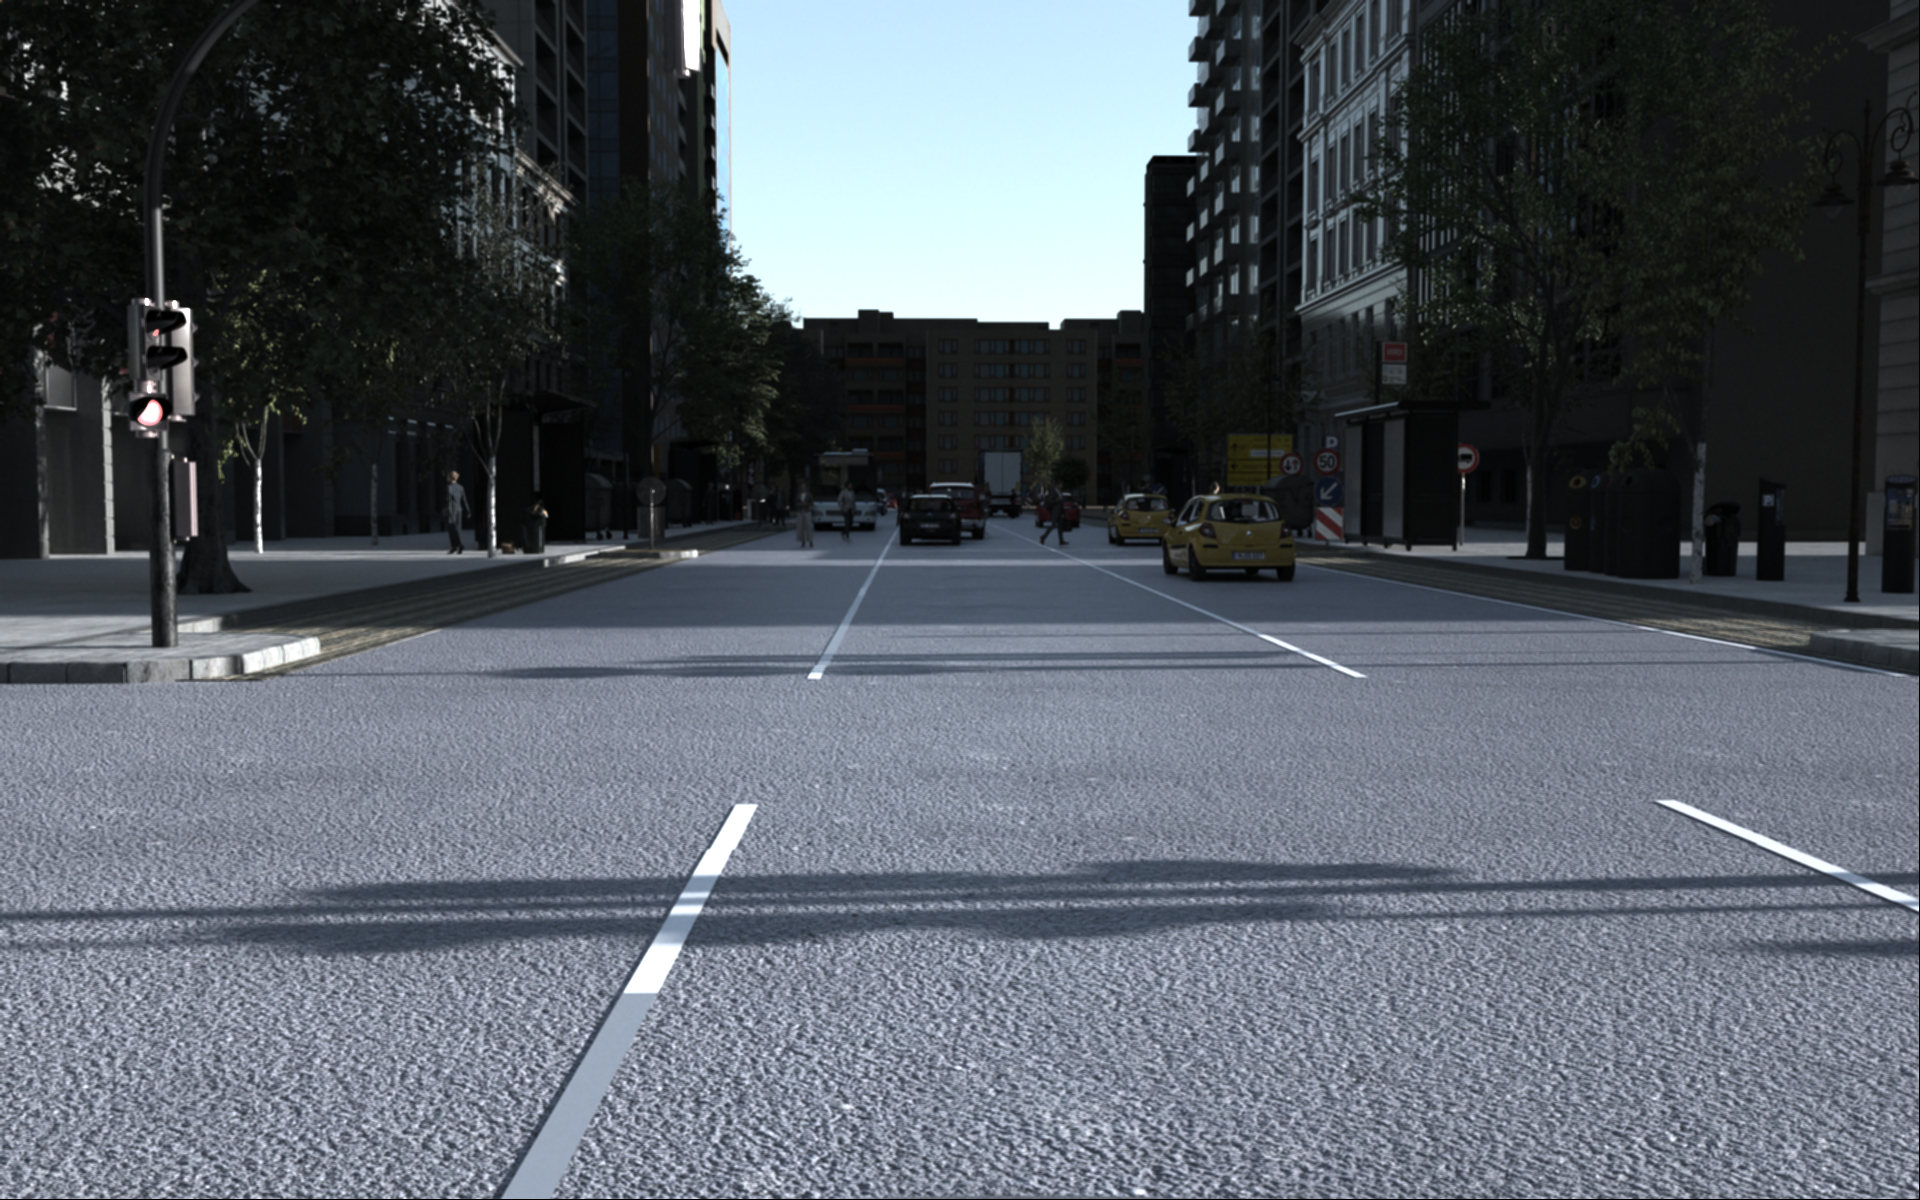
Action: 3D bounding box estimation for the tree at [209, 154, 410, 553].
[{"bbox_3d":[-15.331,-5.350,37.835,4.737,8.622,4.395,0,3,0],"label":"tree"}]

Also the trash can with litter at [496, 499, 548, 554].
[{"bbox_3d":[-9.378,-1.571,37.068,1.055,1.170,0.624,-1,4,-18],"label":"trash can with litter"}]

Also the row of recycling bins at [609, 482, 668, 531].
[{"bbox_3d":[-11.485,-3.369,62.188,1.069,1.692,3.534,1,4,18],"label":"row of recycling bins"}]

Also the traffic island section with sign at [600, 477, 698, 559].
[{"bbox_3d":[-6.990,-1.866,39.144,1.989,1.847,2.006,0,4,-1],"label":"traffic island section with sign"}]

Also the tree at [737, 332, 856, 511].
[{"bbox_3d":[-12.582,-13.724,131.049,9.857,13.997,8.962,0,3,0],"label":"tree"}]

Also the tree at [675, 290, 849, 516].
[{"bbox_3d":[-11.472,-11.773,102.854,12.009,13.543,11.850,0,3,0],"label":"tree"}]

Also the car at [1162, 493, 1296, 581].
[{"bbox_3d":[4.574,-1.203,29.891,2.015,1.641,3.980,0,4,-3],"label":"car"}]

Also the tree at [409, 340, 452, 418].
[{"bbox_3d":[-14.678,-5.684,43.303,4.737,8.622,4.395,0,3,0],"label":"tree"}]

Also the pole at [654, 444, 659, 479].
[{"bbox_3d":[-12.372,-4.703,70.730,0.158,3.312,0.155,0,3,0],"label":"pole"}]

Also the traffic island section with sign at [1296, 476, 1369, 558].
[{"bbox_3d":[8.140,-1.894,39.603,1.989,1.847,2.006,0,4,-1],"label":"traffic island section with sign"}]

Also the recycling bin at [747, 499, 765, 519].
[{"bbox_3d":[-10.419,-4.639,88.406,0.722,1.027,0.722,1,4,15],"label":"recycling bin"}]

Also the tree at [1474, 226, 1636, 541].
[{"bbox_3d":[15.680,-5.910,46.987,4.360,8.622,3.978,0,3,0],"label":"tree"}]

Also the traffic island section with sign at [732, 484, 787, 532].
[{"bbox_3d":[-7.654,-3.535,66.432,1.989,1.847,2.006,0,4,-1],"label":"traffic island section with sign"}]

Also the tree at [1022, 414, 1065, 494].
[{"bbox_3d":[7.794,-13.115,164.792,4.737,8.622,4.395,0,3,0],"label":"tree"}]

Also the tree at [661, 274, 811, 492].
[{"bbox_3d":[-11.580,-10.461,89.159,7.486,12.596,7.792,0,3,0],"label":"tree"}]

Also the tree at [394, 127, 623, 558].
[{"bbox_3d":[-9.581,-5.153,34.612,4.360,8.622,3.978,0,3,0],"label":"tree"}]

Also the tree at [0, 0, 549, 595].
[{"bbox_3d":[-9.939,-6.435,22.214,9.611,12.733,9.660,0,3,0],"label":"tree"}]

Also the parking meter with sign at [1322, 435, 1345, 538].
[{"bbox_3d":[11.295,-3.330,50.714,0.543,3.016,1.738,-1,4,-20],"label":"parking meter with sign"}]

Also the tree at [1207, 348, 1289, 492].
[{"bbox_3d":[14.191,-8.304,86.130,4.360,8.622,3.978,0,3,0],"label":"tree"}]

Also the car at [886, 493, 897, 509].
[{"bbox_3d":[-6.951,-9.528,164.823,2.155,1.783,4.494,0,4,-1],"label":"car"}]

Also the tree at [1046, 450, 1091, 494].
[{"bbox_3d":[8.119,-8.888,129.027,4.285,4.588,4.351,0,3,0],"label":"tree"}]

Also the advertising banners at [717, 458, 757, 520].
[{"bbox_3d":[-10.933,-5.425,84.893,2.074,3.025,0.090,1,4,12],"label":"advertising banners"}]

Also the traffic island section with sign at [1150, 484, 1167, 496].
[{"bbox_3d":[7.456,-3.576,67.097,1.989,1.847,2.006,0,4,-1],"label":"traffic island section with sign"}]

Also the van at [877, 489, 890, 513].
[{"bbox_3d":[-6.368,-7.640,131.933,2.013,2.044,4.112,0,4,-3],"label":"van"}]

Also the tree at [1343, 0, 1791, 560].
[{"bbox_3d":[11.514,-6.601,33.688,9.928,11.665,9.643,0,3,0],"label":"tree"}]

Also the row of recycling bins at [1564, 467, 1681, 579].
[{"bbox_3d":[10.607,-1.262,27.748,1.069,1.692,3.534,0,4,3],"label":"row of recycling bins"}]

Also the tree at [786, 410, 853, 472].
[{"bbox_3d":[-12.731,-13.544,155.848,7.601,10.594,8.767,0,4,-3],"label":"tree"}]

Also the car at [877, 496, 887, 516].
[{"bbox_3d":[-5.902,-6.357,116.522,1.945,1.354,3.894,0,4,-1],"label":"car"}]

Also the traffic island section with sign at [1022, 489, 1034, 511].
[{"bbox_3d":[5.535,-8.281,144.026,1.989,1.847,2.006,0,4,-1],"label":"traffic island section with sign"}]

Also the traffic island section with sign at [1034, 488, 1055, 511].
[{"bbox_3d":[6.223,-6.606,116.641,1.989,1.847,2.006,0,4,-1],"label":"traffic island section with sign"}]

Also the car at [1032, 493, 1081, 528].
[{"bbox_3d":[4.236,-4.069,75.566,2.155,1.783,4.494,0,3,0],"label":"car"}]

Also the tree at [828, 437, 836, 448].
[{"bbox_3d":[-12.877,-13.073,164.113,4.737,8.622,4.395,0,3,0],"label":"tree"}]

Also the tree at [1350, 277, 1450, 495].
[{"bbox_3d":[15.063,-6.514,56.859,4.737,8.622,4.395,0,3,0],"label":"tree"}]

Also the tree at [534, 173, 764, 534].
[{"bbox_3d":[-10.250,-7.984,56.299,9.928,11.665,9.643,0,3,0],"label":"tree"}]

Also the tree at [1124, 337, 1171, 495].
[{"bbox_3d":[10.415,-7.661,75.625,4.737,8.622,4.395,0,3,0],"label":"tree"}]

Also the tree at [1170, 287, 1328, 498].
[{"bbox_3d":[10.958,-6.867,62.642,4.737,8.622,4.395,0,3,0],"label":"tree"}]

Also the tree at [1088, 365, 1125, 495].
[{"bbox_3d":[9.281,-9.025,97.923,4.737,8.622,4.395,0,3,0],"label":"tree"}]

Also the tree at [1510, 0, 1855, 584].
[{"bbox_3d":[10.401,-4.550,24.748,4.737,8.622,4.395,0,3,0],"label":"tree"}]

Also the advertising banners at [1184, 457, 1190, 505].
[{"bbox_3d":[10.529,-5.157,80.498,0.090,3.025,2.074,0,4,2],"label":"advertising banners"}]

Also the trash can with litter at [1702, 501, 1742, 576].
[{"bbox_3d":[11.882,-0.977,27.359,0.624,1.170,1.055,0,4,1],"label":"trash can with litter"}]

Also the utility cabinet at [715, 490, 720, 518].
[{"bbox_3d":[-12.123,-4.822,87.515,0.318,1.500,1.173,-1,4,-20],"label":"utility cabinet"}]
